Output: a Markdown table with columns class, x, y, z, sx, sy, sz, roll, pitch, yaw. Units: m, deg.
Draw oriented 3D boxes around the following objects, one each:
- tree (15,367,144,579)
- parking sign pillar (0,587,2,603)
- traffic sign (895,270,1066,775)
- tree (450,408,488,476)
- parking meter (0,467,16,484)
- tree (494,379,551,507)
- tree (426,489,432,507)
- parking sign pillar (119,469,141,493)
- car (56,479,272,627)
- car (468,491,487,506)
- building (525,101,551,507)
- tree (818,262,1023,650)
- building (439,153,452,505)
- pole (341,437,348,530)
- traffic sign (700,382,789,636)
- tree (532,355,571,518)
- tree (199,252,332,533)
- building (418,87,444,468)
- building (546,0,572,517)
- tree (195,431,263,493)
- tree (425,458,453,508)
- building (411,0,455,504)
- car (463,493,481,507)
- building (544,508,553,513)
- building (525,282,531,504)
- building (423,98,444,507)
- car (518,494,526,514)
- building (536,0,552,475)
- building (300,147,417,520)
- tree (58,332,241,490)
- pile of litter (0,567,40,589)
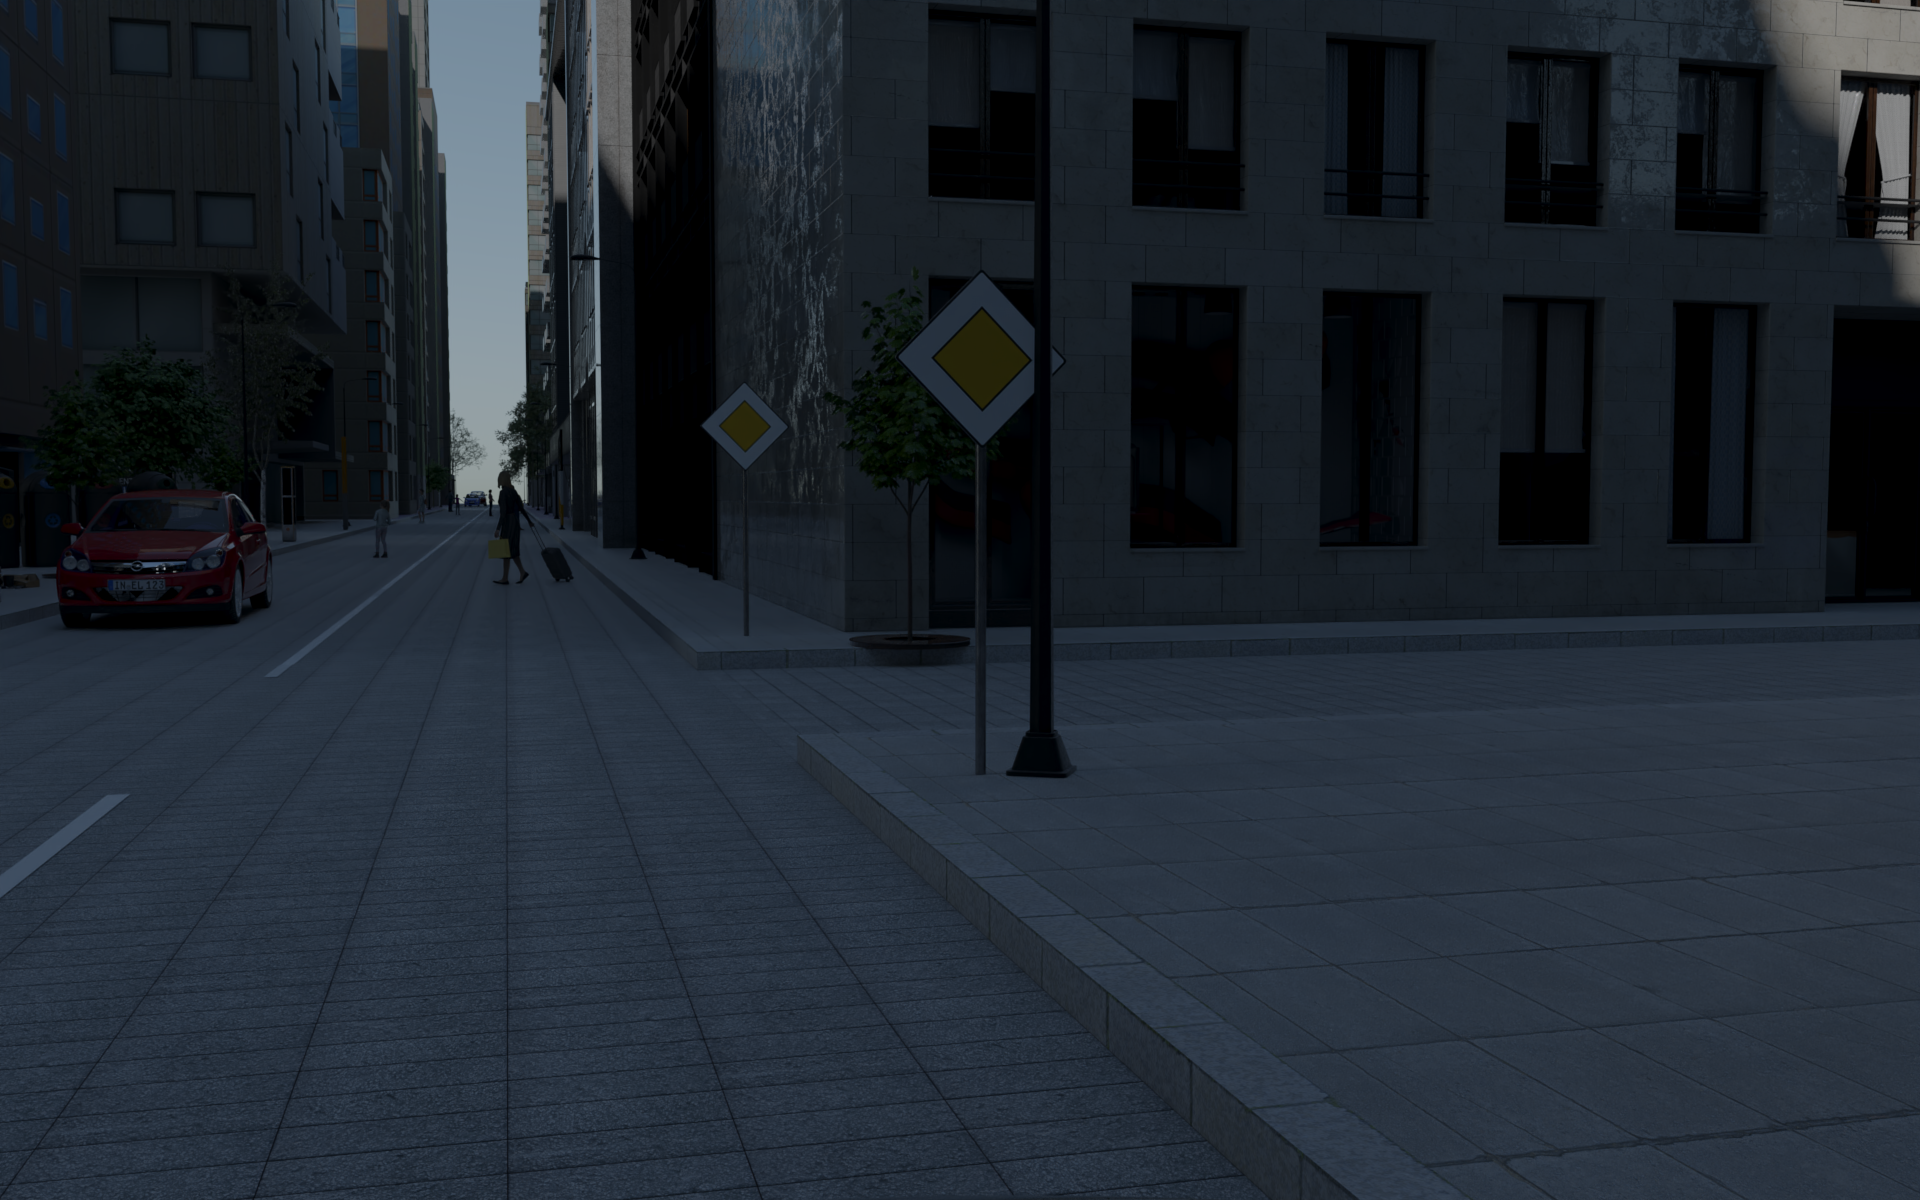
| class | x | y | z | sx | sy | sz | roll | pitch | yaw |
| --- | --- | --- | --- | --- | --- | --- | --- | --- | --- |
| tree | -13.510 | -1.952 | 26.511 | 1.663 | 3.219 | 1.824 | 0 | 3 | 0 |
| parking sign pillar | -12.016 | -1.935 | 20.108 | 1.447 | 3.967 | 1.447 | 0 | 4 | 4 |
| traffic sign | 0.091 | -0.258 | 7.863 | 0.795 | 2.450 | 0.064 | -1 | 4 | -15 |
| tree | -70.368 | -20.116 | 239.267 | 12.009 | 13.543 | 11.850 | 0 | 3 | 0 |
| parking meter | -19.562 | -1.820 | 35.467 | 0.399 | 1.863 | 0.255 | 0 | 4 | -6 |
| tree | -41.548 | -15.604 | 172.126 | 9.611 | 12.733 | 9.660 | 0 | 3 | 0 |
| tree | -51.453 | -10.512 | 166.477 | 1.663 | 3.219 | 1.824 | 0 | 3 | 0 |
| parking sign pillar | -25.307 | -3.926 | 52.661 | 1.447 | 3.967 | 1.447 | 0 | 4 | -4 |
| car | -9.176 | -0.682 | 20.187 | 2.155 | 1.783 | 4.494 | -1 | 4 | -15 |
| car | -56.186 | -11.807 | 201.714 | 2.281 | 1.827 | 5.304 | -1 | 4 | -14 |
| building | -38.981 | -30.689 | 185.352 | 14.154 | 41.232 | 14.086 | -1 | 4 | -15 |
| tree | -0.414 | -1.220 | 14.542 | 1.663 | 3.219 | 1.824 | 0 | 3 | 0 |
| building | -66.590 | -31.596 | 200.182 | 14.154 | 41.232 | 14.086 | -1 | 4 | -15 |
| pole | -21.958 | -4.158 | 61.822 | 0.158 | 3.312 | 0.155 | 0 | 3 | 0 |
| traffic sign | -1.933 | -0.731 | 15.588 | 0.795 | 2.450 | 0.064 | -1 | 4 | -15 |
| tree | -20.724 | -8.652 | 91.827 | 4.360 | 8.622 | 3.978 | 0 | 3 | 0 |
| tree | -21.485 | -6.293 | 53.259 | 4.360 | 8.622 | 3.978 | 0 | 3 | 0 |
| building | -63.178 | -32.769 | 185.887 | 14.600 | 45.320 | 14.200 | -1 | 4 | -15 |
| building | -17.592 | -20.344 | 104.323 | 14.160 | 30.474 | 14.107 | -1 | 4 | -15 |
| tree | -20.251 | -3.228 | 47.382 | 1.663 | 3.219 | 1.824 | 0 | 3 | 0 |
| tree | -48.314 | -10.731 | 159.171 | 4.285 | 4.588 | 4.351 | 0 | 3 | 0 |
| building | -74.084 | -47.520 | 215.210 | 20.563 | 71.187 | 20.611 | -1 | 4 | -15 |
| car | -55.494 | -11.458 | 196.931 | 1.945 | 1.707 | 3.694 | -1 | 4 | -15 |
| building | -13.548 | -26.474 | 124.736 | 32.217 | 40.220 | 23.993 | -1 | 4 | -15 |
| building | -52.188 | -28.462 | 237.062 | 14.160 | 30.474 | 14.107 | -1 | 4 | -15 |
| building | -59.559 | -29.883 | 172.189 | 14.154 | 41.232 | 14.086 | -1 | 4 | -15 |
| car | -32.984 | -7.170 | 127.460 | 2.015 | 1.641 | 3.980 | -1 | 4 | -13 |
| building | -24.595 | -32.420 | 149.670 | 23.786 | 49.044 | 30.456 | -1 | 4 | -15 |
| building | -45.950 | -15.439 | 97.463 | 27.650 | 21.520 | 28.899 | -1 | 4 | -15 |
| tree | -16.452 | -3.152 | 35.249 | 4.285 | 4.588 | 4.351 | 0 | 3 | 0 |
| pile of litter | -13.406 | -0.612 | 23.974 | 1.176 | 0.858 | 1.719 | -2 | 4 | -35 |
